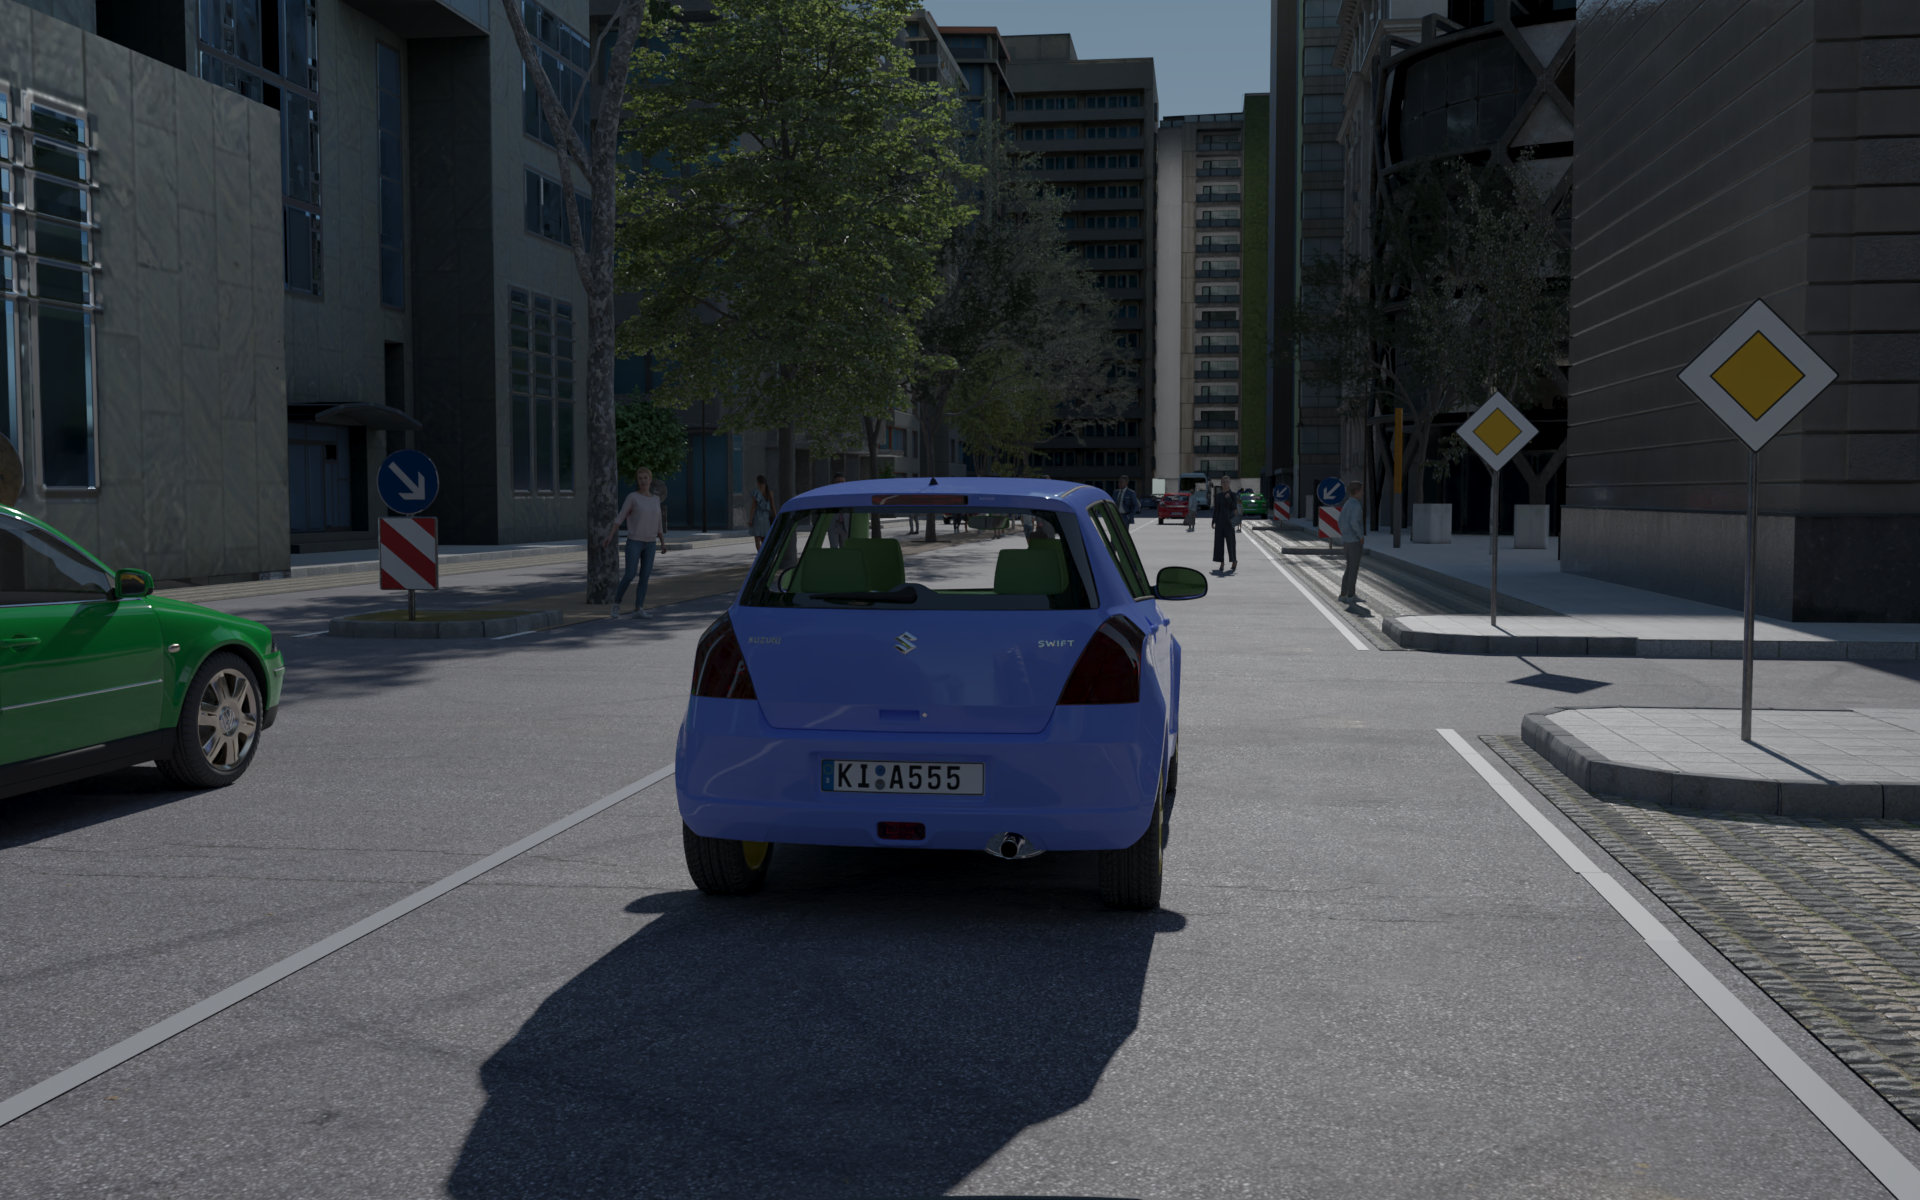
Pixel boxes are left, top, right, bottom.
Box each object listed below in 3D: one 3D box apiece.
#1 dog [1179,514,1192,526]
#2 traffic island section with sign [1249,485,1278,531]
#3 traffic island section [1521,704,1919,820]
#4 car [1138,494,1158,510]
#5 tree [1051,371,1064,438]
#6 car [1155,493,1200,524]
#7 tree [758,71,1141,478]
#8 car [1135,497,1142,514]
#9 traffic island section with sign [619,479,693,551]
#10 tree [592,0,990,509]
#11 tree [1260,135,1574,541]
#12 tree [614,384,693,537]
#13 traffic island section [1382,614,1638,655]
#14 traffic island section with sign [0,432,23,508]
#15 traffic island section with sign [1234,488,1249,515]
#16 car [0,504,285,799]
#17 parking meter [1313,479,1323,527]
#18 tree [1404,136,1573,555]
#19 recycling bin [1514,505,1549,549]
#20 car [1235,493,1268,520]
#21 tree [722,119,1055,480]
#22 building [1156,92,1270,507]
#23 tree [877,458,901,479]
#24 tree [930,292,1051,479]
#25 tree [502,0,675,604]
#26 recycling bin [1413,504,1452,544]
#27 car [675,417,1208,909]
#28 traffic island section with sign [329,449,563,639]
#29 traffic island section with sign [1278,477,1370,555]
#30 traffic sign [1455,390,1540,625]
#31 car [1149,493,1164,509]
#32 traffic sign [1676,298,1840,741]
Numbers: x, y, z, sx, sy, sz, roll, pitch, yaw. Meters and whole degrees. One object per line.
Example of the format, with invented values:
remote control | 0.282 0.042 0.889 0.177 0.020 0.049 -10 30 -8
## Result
dog | 10.252 -3.775 78.564 0.800 0.831 0.513 1 4 17
traffic island section with sign | 12.494 -3.635 68.057 1.989 1.847 2.006 0 4 8
traffic island section | 4.117 0.810 9.036 2.009 0.180 2.903 0 4 8
car | 17.460 -9.116 161.046 2.014 1.417 4.499 1 4 8
tree | 2.152 -7.119 69.218 4.737 8.622 4.395 0 3 0
car | 10.478 -4.556 83.527 2.155 1.783 4.494 0 4 8
tree | -0.847 -8.413 50.385 12.009 13.543 11.850 0 3 0
car | 12.191 -6.966 126.249 2.083 1.381 4.827 1 4 9
traffic island section with sign | -7.981 -2.197 44.552 1.989 1.847 2.006 0 4 8
tree | -3.343 -6.880 33.076 7.486 12.596 7.792 0 3 0
tree | 12.227 -6.829 46.062 8.767 10.594 7.601 0 4 7
tree | -9.634 -4.166 51.834 4.285 4.588 4.351 0 3 0
traffic island section | 5.237 0.326 16.943 2.009 0.180 2.903 0 4 8
traffic island section with sign | -6.528 -0.162 10.779 2.006 1.907 1.989 0 4 8
traffic island section with sign | 19.562 -6.691 118.029 1.989 1.847 2.006 0 4 8
car | -4.652 0.097 7.218 1.959 1.807 4.718 1 4 9
parking meter | 13.996 -3.784 67.577 0.399 1.863 0.255 0 4 -2
tree | 11.322 -5.273 36.570 4.360 8.622 3.978 0 3 0
recycling bin | 13.403 -1.716 40.612 0.722 1.027 0.722 2 4 24
car | 16.645 -5.520 99.043 1.959 1.807 4.718 0 4 8
tree | -1.877 -6.347 40.635 8.767 10.594 7.601 0 4 8
building | 27.566 -30.391 180.493 14.086 41.232 14.154 0 4 8
tree | -3.856 -5.940 91.726 1.663 3.219 1.824 0 3 0
tree | 0.864 -6.832 64.524 4.737 8.622 4.395 0 3 0
tree | -5.722 -10.066 22.926 12.611 20.169 13.585 0 3 0
recycling bin | 12.257 -1.983 44.968 0.722 1.027 0.722 -2 4 -25
car | 0.074 0.135 7.378 1.945 1.707 3.694 1 4 8
traffic island section with sign | -5.480 -0.610 18.112 2.006 1.907 1.989 0 4 8
traffic island section with sign | 8.708 -2.002 41.368 1.989 1.847 2.006 0 4 8
traffic sign | 5.212 -0.809 16.869 0.795 2.450 0.064 0 4 8
car | 19.176 -9.627 166.448 2.155 1.783 4.494 1 4 10
traffic sign | 4.093 -0.325 8.962 0.795 2.450 0.064 0 4 8
